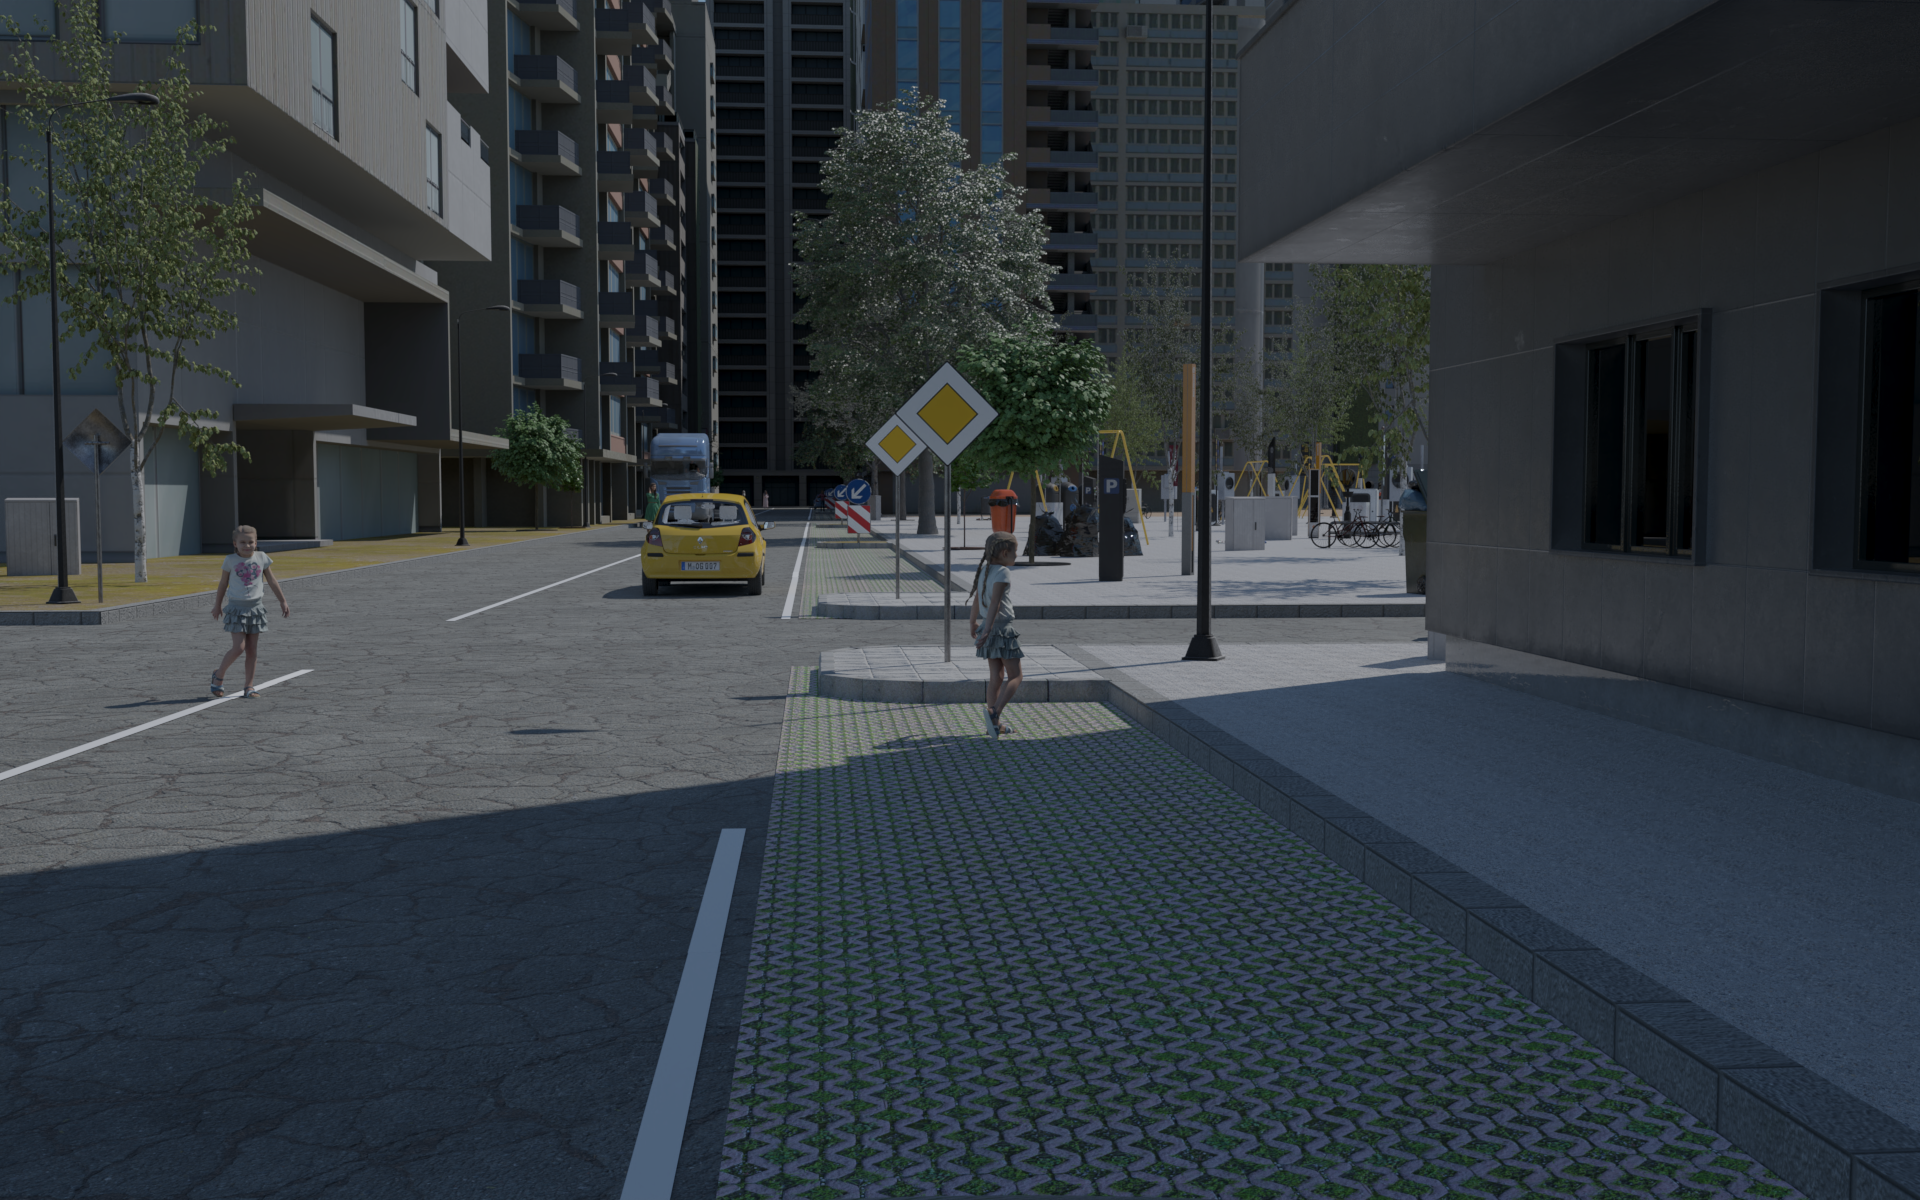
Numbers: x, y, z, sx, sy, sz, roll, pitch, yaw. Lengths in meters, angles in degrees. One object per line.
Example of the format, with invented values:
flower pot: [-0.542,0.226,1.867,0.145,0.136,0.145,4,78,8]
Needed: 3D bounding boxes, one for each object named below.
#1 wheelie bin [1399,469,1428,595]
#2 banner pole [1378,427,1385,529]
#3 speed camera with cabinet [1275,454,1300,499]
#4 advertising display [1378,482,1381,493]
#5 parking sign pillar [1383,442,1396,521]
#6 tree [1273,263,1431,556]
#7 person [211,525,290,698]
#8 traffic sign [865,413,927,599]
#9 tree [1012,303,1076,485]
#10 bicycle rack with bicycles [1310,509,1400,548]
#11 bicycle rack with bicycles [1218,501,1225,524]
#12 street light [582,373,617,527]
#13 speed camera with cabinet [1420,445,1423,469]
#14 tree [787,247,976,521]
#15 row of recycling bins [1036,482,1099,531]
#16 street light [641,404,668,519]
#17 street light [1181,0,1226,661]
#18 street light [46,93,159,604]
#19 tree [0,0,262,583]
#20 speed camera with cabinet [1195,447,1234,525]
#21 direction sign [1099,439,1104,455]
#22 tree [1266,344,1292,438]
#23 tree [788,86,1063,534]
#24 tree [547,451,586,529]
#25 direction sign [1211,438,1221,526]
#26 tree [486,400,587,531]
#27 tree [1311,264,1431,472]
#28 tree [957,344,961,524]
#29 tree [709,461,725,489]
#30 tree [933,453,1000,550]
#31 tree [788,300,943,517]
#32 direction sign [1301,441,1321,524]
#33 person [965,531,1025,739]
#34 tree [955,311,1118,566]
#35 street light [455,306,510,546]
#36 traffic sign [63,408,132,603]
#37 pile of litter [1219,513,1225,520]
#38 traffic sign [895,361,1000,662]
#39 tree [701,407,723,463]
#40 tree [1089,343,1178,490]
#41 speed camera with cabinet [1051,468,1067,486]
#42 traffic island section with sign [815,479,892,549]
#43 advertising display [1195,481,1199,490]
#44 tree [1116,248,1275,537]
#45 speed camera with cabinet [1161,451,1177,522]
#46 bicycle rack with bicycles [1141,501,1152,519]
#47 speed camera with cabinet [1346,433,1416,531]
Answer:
wheelie bin: [6.073,-0.879,22.281,0.980,1.594,0.693,-1,4,-22]
banner pole: [15.761,-4.556,64.510,0.401,3.779,0.863,1,4,21]
speed camera with cabinet: [16.351,-5.649,86.696,0.660,3.252,2.038,-1,4,-11]
advertising display: [22.913,-5.363,92.907,0.974,1.923,0.123,0,4,1]
parking sign pillar: [20.080,-5.657,80.959,1.447,3.967,1.447,0,4,5]
tree: [8.983,-5.226,35.809,4.360,8.622,3.978,0,3,0]
person: [-5.035,0.076,12.273,0.505,1.210,0.382,-3,4,-38]
traffic sign: [-0.764,-1.069,21.118,0.795,2.450,0.064,0,4,-5]
tree: [2.966,-7.070,65.963,4.360,8.622,3.978,0,3,0]
bicycle rack with bicycles: [9.950,-1.731,41.676,2.925,0.926,2.852,1,4,13]
bicycle rack with bicycles: [11.567,-3.801,75.526,2.852,0.926,2.925,-2,4,-30]
street light: [-13.848,-5.748,66.524,1.470,5.913,1.316,0,4,-5]
speed camera with cabinet: [18.338,-4.668,70.658,0.660,3.252,2.038,-1,4,-11]
tree: [-2.725,-10.589,83.503,12.009,13.543,11.850,0,3,0]
row of recycling bins: [4.006,-3.191,59.291,3.534,1.692,1.069,-2,4,-32]
street light: [-15.705,-7.122,88.981,1.470,5.913,1.316,0,4,-5]
street light: [1.352,-2.489,13.232,1.470,5.913,1.316,0,4,-5]
street light: [-9.983,-2.914,20.187,1.470,5.913,1.316,0,4,-5]
tree: [-11.837,-4.546,24.683,4.737,8.622,4.395,0,3,0]
speed camera with cabinet: [10.498,-4.723,71.550,2.038,3.252,0.660,-3,5,-43]
direction sign: [5.830,-4.860,71.465,0.379,3.537,0.876,1,4,16]
tree: [15.766,-7.785,77.640,4.737,8.622,4.395,0,3,0]
tree: [-1.017,-9.062,54.822,9.857,13.997,8.962,0,3,0]
tree: [-14.477,-4.289,64.733,1.663,3.219,1.824,0,3,0]
direction sign: [10.294,-4.739,69.483,0.379,3.537,0.876,1,4,15]
tree: [-14.794,-4.700,60.554,4.285,4.588,4.351,0,3,0]
tree: [7.333,-4.626,26.002,4.737,8.622,4.395,0,3,0]
tree: [-0.286,-7.532,73.517,4.737,8.622,4.395,0,3,0]
tree: [-21.757,-10.058,148.167,4.285,4.588,4.351,0,3,0]
tree: [0.101,-2.766,39.821,1.663,3.219,1.824,0,3,0]
tree: [-4.914,-11.026,97.280,9.611,12.733,9.660,0,3,0]
direction sign: [15.090,-5.047,74.523,0.876,3.537,0.379,0,4,-2]
person: [0.158,0.200,10.249,0.382,1.210,0.505,-2,4,-30]
tree: [1.256,-2.907,31.241,4.285,4.588,4.351,0,3,0]
street light: [-11.799,-4.298,42.808,1.470,5.913,1.316,0,4,-5]
traffic sign: [-10.128,-1.022,20.357,0.795,2.450,0.064,0,4,-5]
pile of litter: [13.663,-4.419,86.217,1.719,0.858,1.176,0,4,6]
traffic sign: [-0.098,-0.582,13.160,0.795,2.450,0.064,0,4,-5]
tree: [-21.958,-11.778,142.933,4.360,8.622,3.978,0,3,0]
tree: [7.847,-8.201,84.450,4.737,8.622,4.395,0,3,0]
speed camera with cabinet: [5.695,-5.894,90.699,2.038,3.252,0.660,-3,5,-40]
traffic island section with sign: [-2.817,-2.287,46.022,1.989,1.847,2.006,0,4,-5]
advertising display: [11.473,-4.875,84.914,0.123,1.923,0.974,3,5,42]
tree: [6.457,-6.200,51.739,4.360,8.622,3.978,0,3,0]
speed camera with cabinet: [10.350,-5.241,80.027,2.038,3.252,0.660,1,4,15]
bicycle rack with bicycles: [8.632,-4.656,89.509,2.925,0.926,2.852,-2,4,-26]
speed camera with cabinet: [13.534,-3.766,55.910,2.038,3.252,0.660,1,4,20]
